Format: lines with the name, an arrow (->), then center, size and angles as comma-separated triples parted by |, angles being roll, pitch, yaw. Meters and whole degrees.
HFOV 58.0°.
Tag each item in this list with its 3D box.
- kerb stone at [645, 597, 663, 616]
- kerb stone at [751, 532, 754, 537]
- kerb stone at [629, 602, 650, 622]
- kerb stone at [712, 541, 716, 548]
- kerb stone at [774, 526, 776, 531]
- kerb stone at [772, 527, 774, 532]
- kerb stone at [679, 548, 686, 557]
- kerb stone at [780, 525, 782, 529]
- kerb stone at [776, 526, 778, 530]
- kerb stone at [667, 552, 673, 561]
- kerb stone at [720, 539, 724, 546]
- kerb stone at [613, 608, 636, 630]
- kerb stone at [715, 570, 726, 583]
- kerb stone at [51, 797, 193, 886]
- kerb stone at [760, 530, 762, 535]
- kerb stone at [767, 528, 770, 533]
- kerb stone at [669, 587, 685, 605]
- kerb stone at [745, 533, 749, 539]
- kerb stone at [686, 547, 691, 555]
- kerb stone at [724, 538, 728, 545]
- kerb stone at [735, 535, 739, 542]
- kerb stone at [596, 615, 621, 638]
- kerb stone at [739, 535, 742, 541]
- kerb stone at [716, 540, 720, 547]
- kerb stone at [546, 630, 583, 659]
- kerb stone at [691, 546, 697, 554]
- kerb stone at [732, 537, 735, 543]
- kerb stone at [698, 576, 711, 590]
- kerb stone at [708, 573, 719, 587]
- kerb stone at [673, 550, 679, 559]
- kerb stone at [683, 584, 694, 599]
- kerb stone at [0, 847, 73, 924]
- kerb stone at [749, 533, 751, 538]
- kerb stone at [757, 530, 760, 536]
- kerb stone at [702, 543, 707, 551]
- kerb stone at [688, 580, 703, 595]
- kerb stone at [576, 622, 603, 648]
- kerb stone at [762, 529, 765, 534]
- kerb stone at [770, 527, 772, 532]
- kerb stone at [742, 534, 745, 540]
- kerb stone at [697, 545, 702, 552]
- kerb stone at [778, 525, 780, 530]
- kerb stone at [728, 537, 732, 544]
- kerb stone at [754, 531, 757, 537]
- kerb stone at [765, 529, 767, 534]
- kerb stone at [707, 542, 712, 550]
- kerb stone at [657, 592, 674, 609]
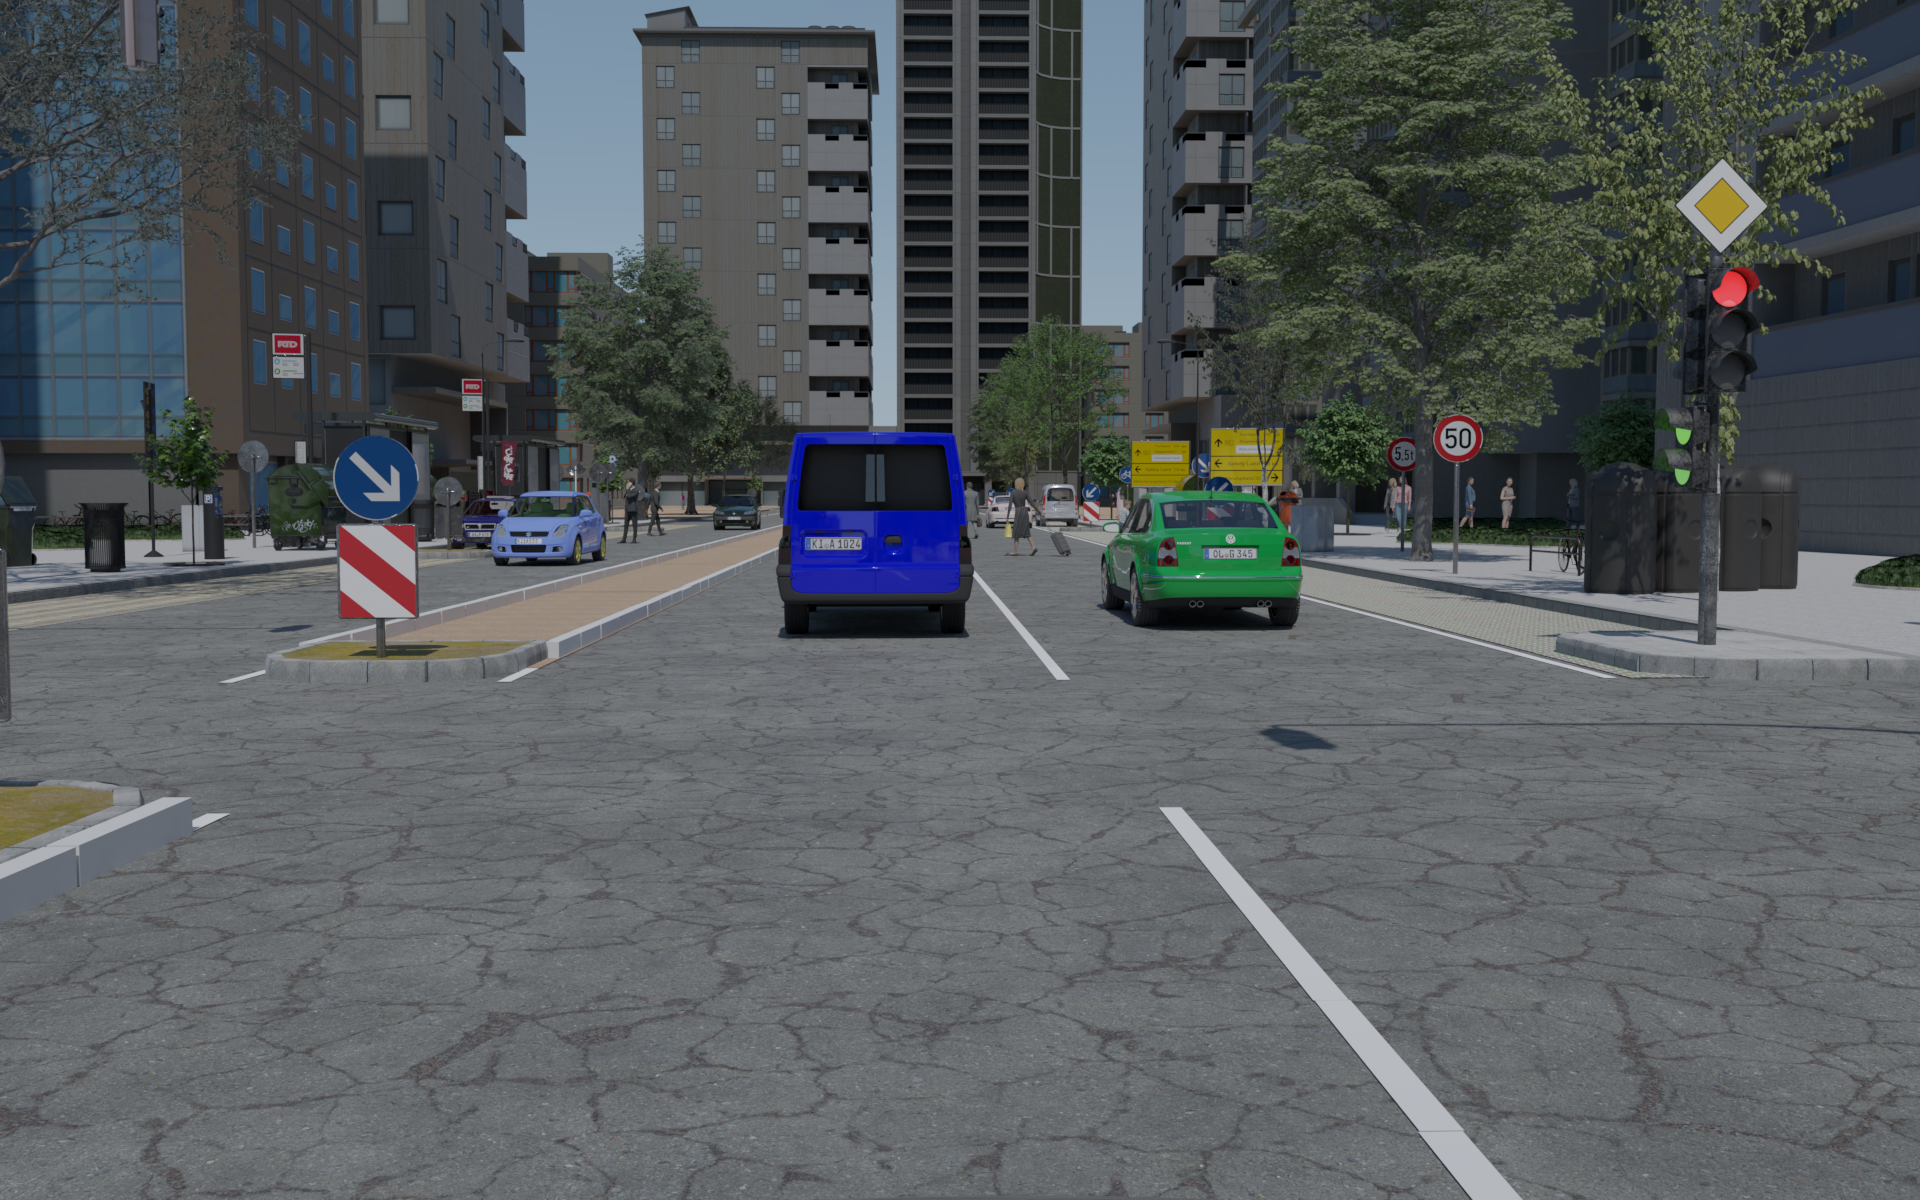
kerb stone -> -3.706, 0.098, 20.655 | 0.120, 0.150, 1.000 | 0, 4, -2
kerb stone -> -6.892, -2.095, 56.445 | 0.120, 0.150, 1.000 | 0, 4, -2
kerb stone -> -3.679, 0.158, 19.621 | 0.120, 0.150, 1.000 | 0, 4, -2
kerb stone -> -6.539, -1.404, 45.153 | 0.120, 0.150, 1.000 | 0, 4, -2
kerb stone -> -7.171, -2.657, 65.670 | 0.120, 0.150, 1.000 | 0, 4, -2
kerb stone -> -7.141, -2.595, 64.647 | 0.120, 0.150, 1.000 | 0, 4, -2
kerb stone -> -6.359, -1.029, 39.022 | 0.120, 0.150, 1.000 | 0, 4, -2
kerb stone -> -7.264, -2.847, 68.743 | 0.120, 0.150, 1.000 | 0, 4, -2
kerb stone -> -7.198, -2.722, 66.692 | 0.120, 0.150, 1.000 | 0, 4, -2
kerb stone -> -6.304, -0.904, 36.972 | 0.120, 0.150, 1.000 | 0, 4, -2
kerb stone -> -6.615, -1.529, 47.201 | 0.120, 0.150, 1.000 | 0, 4, -2
kerb stone -> -3.644, 0.220, 18.595 | 0.120, 0.150, 1.000 | 0, 4, -2
kerb stone -> -3.922, -0.345, 27.829 | 0.120, 0.150, 1.000 | 0, 4, -2
kerb stone -> -3.292, 0.940, 6.826 | 0.120, 0.150, 1.000 | 0, 4, -2
kerb stone -> -6.983, -2.284, 59.531 | 0.120, 0.150, 1.000 | 0, 4, -2
kerb stone -> -7.074, -2.471, 62.603 | 0.120, 0.150, 1.000 | 0, 4, -2
kerb stone -> -3.768, -0.031, 22.704 | 0.120, 0.150, 1.000 | 0, 4, -2
kerb stone -> -6.824, -1.967, 54.386 | 0.120, 0.150, 1.000 | 0, 4, -2
kerb stone -> -6.398, -1.092, 40.043 | 0.120, 0.150, 1.000 | 0, 4, -2
kerb stone -> -6.646, -1.592, 48.223 | 0.120, 0.150, 1.000 | 0, 4, -2
kerb stone -> -6.737, -1.781, 51.311 | 0.120, 0.150, 1.000 | 0, 4, -2
kerb stone -> -3.611, 0.283, 17.570 | 0.120, 0.150, 1.000 | 0, 4, -2
kerb stone -> -6.766, -1.839, 52.337 | 0.120, 0.150, 1.000 | 0, 4, -2
kerb stone -> -6.575, -1.464, 46.175 | 0.120, 0.150, 1.000 | 0, 4, -2
kerb stone -> -3.555, 0.408, 15.521 | 0.120, 0.150, 1.000 | 0, 4, -2
kerb stone -> -6.425, -1.154, 41.065 | 0.120, 0.150, 1.000 | 0, 4, -2
kerb stone -> -6.708, -1.717, 50.284 | 0.120, 0.150, 1.000 | 0, 4, -2
kerb stone -> -3.864, -0.220, 25.785 | 0.120, 0.150, 1.000 | 0, 4, -2
kerb stone -> -3.891, -0.282, 26.807 | 0.120, 0.150, 1.000 | 0, 4, -2
kerb stone -> -6.337, -0.966, 37.997 | 0.120, 0.150, 1.000 | 0, 4, -2
kerb stone -> -3.797, -0.084, 23.727 | 0.120, 0.150, 1.000 | 0, 4, -2
kerb stone -> -3.261, 1.004, 5.803 | 0.120, 0.150, 1.000 | 0, 4, -2
kerb stone -> -6.864, -2.032, 55.414 | 0.120, 0.150, 1.000 | 0, 4, -2
kerb stone -> -6.950, -2.214, 58.499 | 0.120, 0.150, 1.000 | 0, 4, -2
kerb stone -> -6.488, -1.279, 43.109 | 0.120, 0.150, 1.000 | 0, 4, -2
kerb stone -> -3.835, -0.156, 24.750 | 0.120, 0.150, 1.000 | 0, 4, -2
kerb stone -> -3.584, 0.346, 16.543 | 0.120, 0.150, 1.000 | 0, 4, -2
kerb stone -> -7.010, -2.342, 60.558 | 0.120, 0.150, 1.000 | 0, 4, -2
kerb stone -> -7.103, -2.534, 63.625 | 0.120, 0.150, 1.000 | 0, 4, -2
kerb stone -> -6.796, -1.905, 53.358 | 0.120, 0.150, 1.000 | 0, 4, -2
kerb stone -> -6.456, -1.217, 42.087 | 0.120, 0.150, 1.000 | 0, 4, -2
kerb stone -> -7.234, -2.782, 67.721 | 0.120, 0.150, 1.000 | 0, 4, -2
kerb stone -> -6.674, -1.655, 49.248 | 0.120, 0.150, 1.000 | 0, 4, -2
kerb stone -> -6.921, -2.153, 57.470 | 0.120, 0.150, 1.000 | 0, 4, -2
kerb stone -> -7.051, -2.403, 61.579 | 0.120, 0.150, 1.000 | 0, 4, -2
kerb stone -> -6.513, -1.342, 44.131 | 0.120, 0.150, 1.000 | 0, 4, -2
kerb stone -> -3.737, 0.031, 21.682 | 0.120, 0.150, 1.000 | 0, 4, -2
